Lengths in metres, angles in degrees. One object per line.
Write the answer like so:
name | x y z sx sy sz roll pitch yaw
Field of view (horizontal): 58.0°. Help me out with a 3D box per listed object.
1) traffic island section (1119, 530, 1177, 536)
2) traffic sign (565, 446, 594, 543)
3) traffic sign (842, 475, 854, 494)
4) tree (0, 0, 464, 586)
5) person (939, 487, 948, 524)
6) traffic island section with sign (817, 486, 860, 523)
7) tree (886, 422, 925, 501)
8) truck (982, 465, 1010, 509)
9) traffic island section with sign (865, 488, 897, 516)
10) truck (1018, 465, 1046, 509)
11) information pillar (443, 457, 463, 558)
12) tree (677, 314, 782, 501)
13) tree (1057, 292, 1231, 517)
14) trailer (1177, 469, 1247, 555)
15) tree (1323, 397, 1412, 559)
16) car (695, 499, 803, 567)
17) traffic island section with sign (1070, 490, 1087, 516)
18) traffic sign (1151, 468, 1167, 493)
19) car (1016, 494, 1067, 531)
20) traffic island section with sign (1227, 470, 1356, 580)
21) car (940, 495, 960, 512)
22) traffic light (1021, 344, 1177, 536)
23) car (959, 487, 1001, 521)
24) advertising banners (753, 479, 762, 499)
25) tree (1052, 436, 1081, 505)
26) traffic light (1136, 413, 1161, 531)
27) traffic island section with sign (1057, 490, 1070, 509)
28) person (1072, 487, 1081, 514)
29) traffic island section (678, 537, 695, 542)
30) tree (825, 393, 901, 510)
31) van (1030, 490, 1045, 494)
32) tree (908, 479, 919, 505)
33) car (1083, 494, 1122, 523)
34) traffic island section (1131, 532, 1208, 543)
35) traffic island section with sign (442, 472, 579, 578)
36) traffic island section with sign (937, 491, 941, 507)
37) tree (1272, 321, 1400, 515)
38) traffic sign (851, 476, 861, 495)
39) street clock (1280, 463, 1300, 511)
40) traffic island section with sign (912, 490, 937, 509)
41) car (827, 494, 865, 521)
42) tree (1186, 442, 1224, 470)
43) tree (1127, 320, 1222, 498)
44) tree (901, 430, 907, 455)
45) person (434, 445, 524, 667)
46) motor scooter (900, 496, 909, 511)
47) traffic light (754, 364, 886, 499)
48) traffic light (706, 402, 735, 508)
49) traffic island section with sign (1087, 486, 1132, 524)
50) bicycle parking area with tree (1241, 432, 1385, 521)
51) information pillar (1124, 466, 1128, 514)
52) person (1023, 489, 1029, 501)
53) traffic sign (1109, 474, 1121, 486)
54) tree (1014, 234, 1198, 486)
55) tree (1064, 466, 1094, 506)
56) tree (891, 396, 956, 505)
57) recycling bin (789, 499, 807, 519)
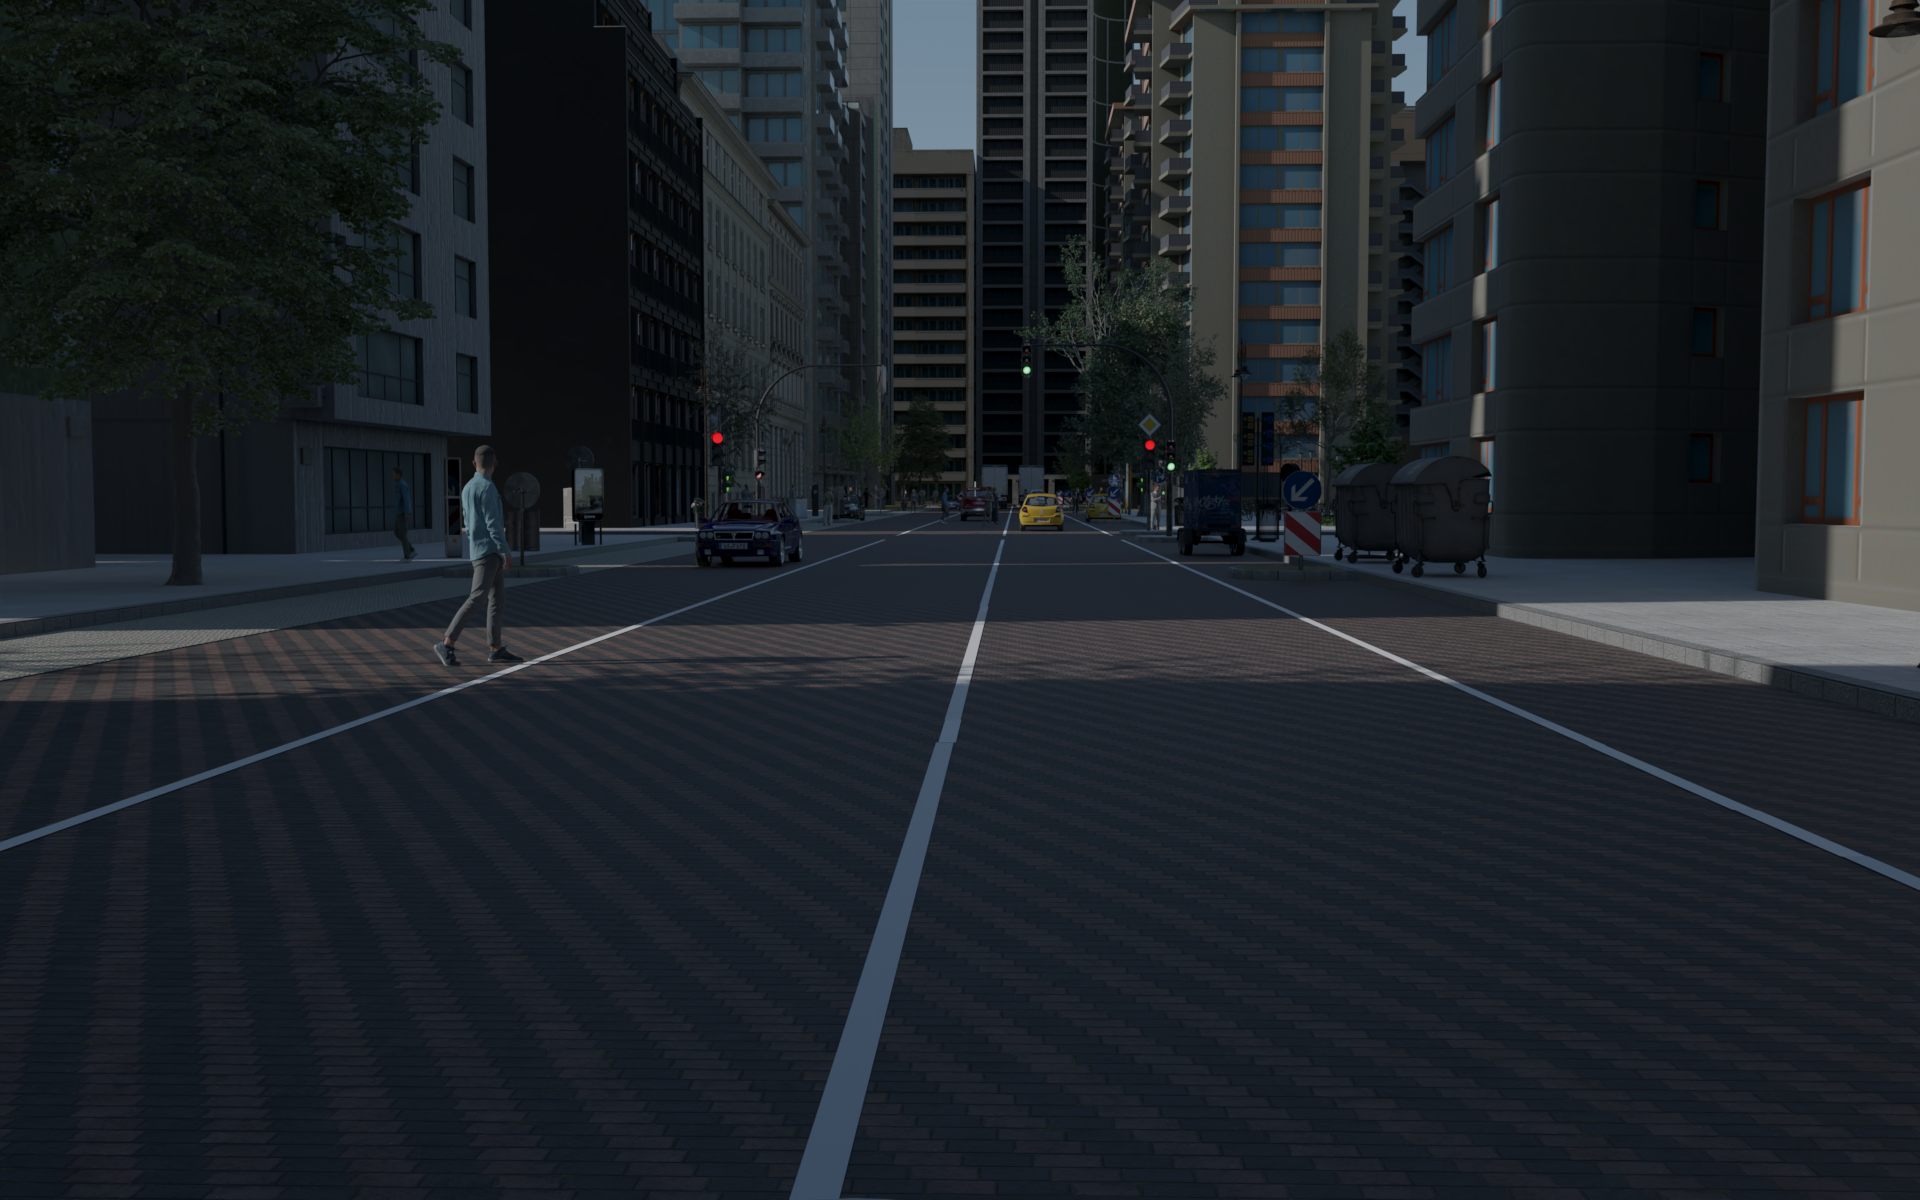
traffic island section | 6.624 -2.340 60.544 2.009 0.180 2.903 0 4 2
traffic sign | -10.063 -2.795 45.804 0.768 2.556 0.104 0 4 4
traffic sign | -7.524 -7.111 116.265 0.884 2.594 0.081 1 4 9
tree | -10.996 -6.507 24.509 7.486 12.596 7.792 0 3 0
person | -0.776 -4.574 83.626 0.444 1.785 0.601 0 4 4
traffic island section with sign | -5.982 -4.714 85.707 1.989 1.847 2.006 0 4 2
tree | -5.582 -13.539 171.732 4.360 8.622 3.978 0 3 0
truck | 3.496 -11.168 171.502 2.839 4.237 11.283 0 4 2
traffic island section with sign | -5.110 -6.362 112.648 1.989 1.847 2.006 0 4 2
truck | 7.190 -11.299 173.646 2.839 4.237 11.283 0 4 3
information pillar | -10.226 -1.862 34.930 0.304 2.012 0.304 -2 4 -25
tree | -9.507 -7.421 71.701 4.360 8.622 3.978 0 3 0
tree | 10.466 -11.082 98.192 9.611 12.733 9.660 0 3 0
trailer | 5.927 -2.108 41.518 1.471 1.999 3.904 0 3 0
tree | 8.093 -2.456 34.751 1.663 3.219 1.824 0 3 0
car | -4.288 -1.400 35.466 1.945 1.354 3.894 0 4 3
traffic island section with sign | 8.291 -6.327 112.071 1.989 1.847 2.006 0 4 2
traffic sign | 9.543 -5.078 83.134 0.768 2.556 0.104 1 4 9
car | 3.196 -3.526 67.878 2.015 1.641 3.980 0 4 2
traffic island section with sign | 5.644 -1.292 29.758 1.989 1.847 2.006 0 4 2
car | -0.677 -7.998 143.339 1.945 1.354 3.894 0 3 0
traffic light | 4.234 -4.753 52.376 4.771 5.953 1.251 0 4 2
car | 1.064 -5.167 93.161 2.281 1.827 5.304 0 4 1
advertising banners | -9.093 -5.007 78.059 0.090 3.025 2.074 0 4 3
tree | 13.439 -15.947 211.089 4.737 8.622 4.395 0 3 0
traffic light | 6.585 -4.374 60.431 0.839 4.253 0.868 0 4 2
traffic island section with sign | 9.915 -9.396 162.245 1.989 1.847 2.006 0 4 2
person | 8.127 -6.901 120.688 0.648 1.900 0.474 -1 4 -15
traffic island section | -7.367 -1.879 53.009 2.009 0.180 2.903 0 4 2
tree | -7.405 -10.600 123.671 4.737 8.622 4.395 0 3 0
van | 7.251 -9.492 162.212 2.013 2.044 4.112 0 4 2
tree | -5.496 -12.892 205.392 1.663 3.219 1.824 0 3 0
car | 7.308 -4.784 88.440 2.015 1.641 3.980 0 4 2
traffic island section | 6.367 -1.852 52.563 2.009 0.180 2.903 0 4 2
traffic island section with sign | -7.773 -1.326 30.309 1.989 1.847 2.006 0 4 2
traffic island section with sign | -2.607 -11.110 190.277 1.989 1.847 2.006 0 4 2
tree | 20.102 -9.705 93.087 7.601 10.594 8.767 1 4 17
traffic sign | -7.206 -7.333 119.998 0.768 2.556 0.104 1 4 11
street clock | 7.739 -2.204 40.609 0.358 2.002 0.471 -2 4 -32
traffic island section with sign | -3.481 -9.453 163.176 1.989 1.847 2.006 0 4 2
car | -5.995 -4.980 91.203 2.009 1.686 4.222 0 4 3
tree | 9.292 -4.276 64.521 1.663 3.219 1.824 0 3 0
tree | 9.211 -7.548 73.774 4.360 8.622 3.978 0 3 0
tree | -6.597 -11.666 141.106 4.737 8.622 4.395 0 3 0
person | -4.069 -0.381 14.597 0.748 1.841 0.638 -1 4 -20
motor scooter | -4.756 -8.237 147.447 0.815 1.314 1.986 0 4 1
traffic light | -4.976 -5.269 60.822 4.771 5.953 1.251 0 4 2
traffic light | -7.328 -3.911 52.873 0.839 4.253 0.868 0 4 2
traffic island section with sign | 7.429 -4.679 85.129 1.989 1.847 2.006 0 4 2
bicycle parking area with tree | 17.447 -5.822 82.188 9.016 4.147 8.231 -3 4 -38
information pillar | 10.927 -7.475 113.562 0.183 3.616 0.504 2 4 26
person | 4.680 -6.871 121.184 0.721 1.781 0.623 -3 5 -40
traffic sign | 9.995 -6.839 111.926 0.768 2.556 0.104 0 4 5
tree | 10.217 -16.636 127.893 12.611 20.169 13.585 0 3 0
tree | 13.371 -12.888 194.439 4.285 4.588 4.351 0 3 0
tree | -4.198 -17.202 199.386 7.486 12.596 7.792 0 3 0
recycling bin | -8.421 -4.744 90.114 0.722 1.027 0.722 -2 4 -35
